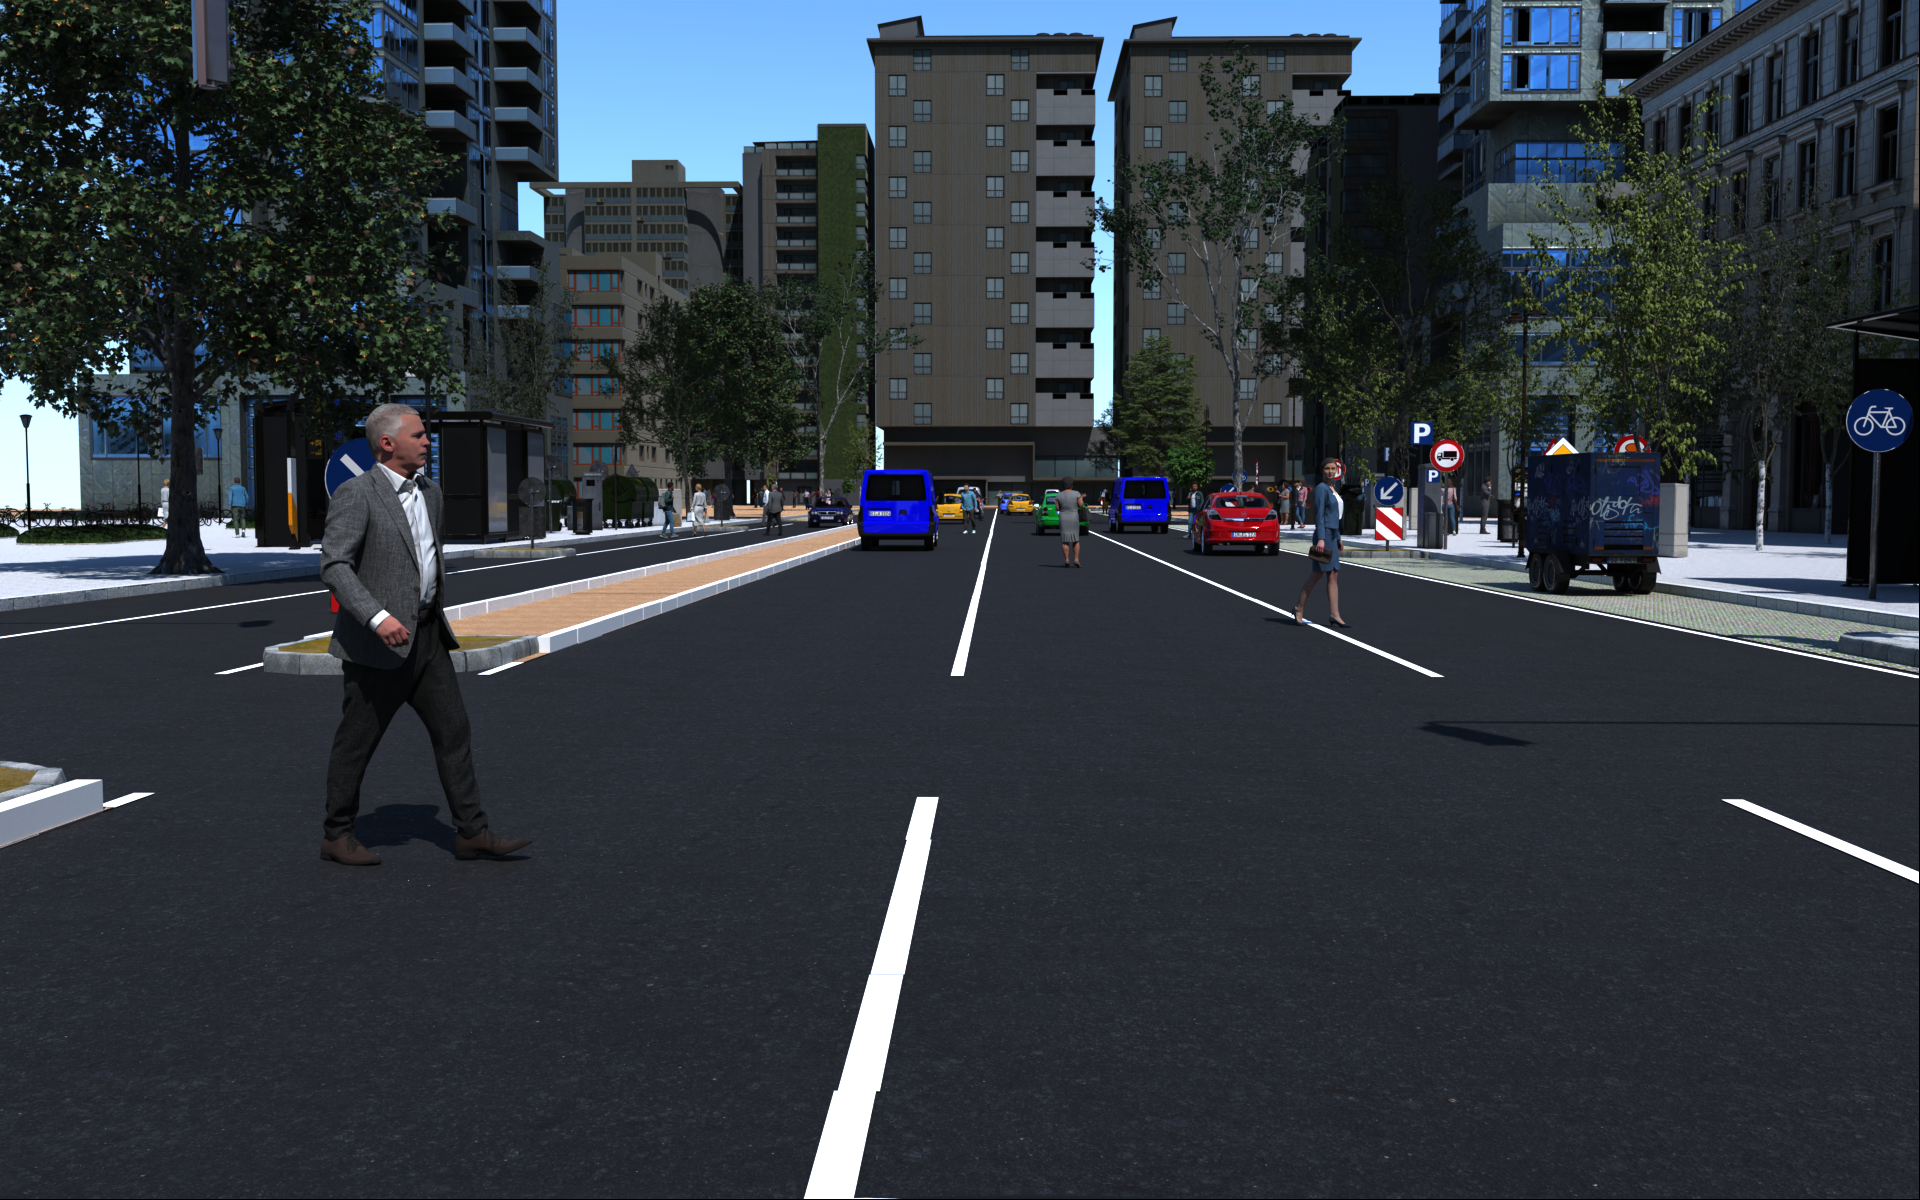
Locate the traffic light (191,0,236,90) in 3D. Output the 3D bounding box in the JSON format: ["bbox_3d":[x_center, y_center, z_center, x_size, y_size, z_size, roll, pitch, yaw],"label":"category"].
[{"bbox_3d":[-8.728,-2.467,15.003,4.771,5.953,1.251,0,4,1],"label":"traffic light"}]

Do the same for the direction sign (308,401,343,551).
[{"bbox_3d":[-14.203,-2.865,38.838,0.379,3.537,0.876,2,4,35],"label":"direction sign"}]

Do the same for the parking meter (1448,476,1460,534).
[{"bbox_3d":[15.722,-3.027,55.207,0.399,1.863,0.255,1,4,10],"label":"parking meter"}]

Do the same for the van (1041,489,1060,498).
[{"bbox_3d":[8.339,-9.175,157.020,2.013,2.044,4.112,0,4,2],"label":"van"}]

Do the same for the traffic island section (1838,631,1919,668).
[{"bbox_3d":[8.875,0.464,14.688,2.009,0.180,2.903,0,4,1],"label":"traffic island section"}]

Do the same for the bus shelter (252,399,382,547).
[{"bbox_3d":[-16.148,-3.271,44.769,1.731,3.624,6.357,0,4,1],"label":"bus shelter"}]

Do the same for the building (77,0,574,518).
[{"bbox_3d":[-36.777,-48.428,104.463,22.319,86.520,31.000,0,4,1],"label":"building"}]

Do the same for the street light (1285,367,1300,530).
[{"bbox_3d":[12.043,-5.488,62.520,0.468,5.910,1.993,0,4,1],"label":"street light"}]

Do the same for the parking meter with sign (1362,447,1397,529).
[{"bbox_3d":[15.126,-4.106,63.387,1.738,3.016,0.543,-2,4,-31],"label":"parking meter with sign"}]

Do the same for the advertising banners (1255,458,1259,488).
[{"bbox_3d":[14.940,-5.474,85.695,0.090,3.025,2.074,2,4,30],"label":"advertising banners"}]

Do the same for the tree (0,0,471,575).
[{"bbox_3d":[-12.427,-6.767,27.642,9.611,12.733,9.660,0,3,0],"label":"tree"}]

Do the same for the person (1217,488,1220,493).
[{"bbox_3d":[20.232,-7.835,134.599,0.683,1.767,0.568,2,4,26],"label":"person"}]

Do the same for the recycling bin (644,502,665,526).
[{"bbox_3d":[-12.407,-3.521,70.121,0.722,1.027,0.722,3,5,41],"label":"recycling bin"}]

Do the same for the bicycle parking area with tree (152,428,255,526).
[{"bbox_3d":[-32.907,-5.281,73.347,9.016,4.147,8.231,2,4,26],"label":"bicycle parking area with tree"}]

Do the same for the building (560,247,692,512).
[{"bbox_3d":[-38.604,-18.031,139.847,28.899,21.520,27.650,0,4,1],"label":"building"}]

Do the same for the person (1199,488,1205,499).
[{"bbox_3d":[19.208,-7.971,137.090,0.721,1.743,1.217,2,4,30],"label":"person"}]

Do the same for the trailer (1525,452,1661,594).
[{"bbox_3d":[9.103,-1.137,25.640,1.471,1.999,3.904,0,4,0],"label":"trailer"}]

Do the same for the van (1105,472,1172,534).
[{"bbox_3d":[6.626,-3.670,64.392,2.240,2.365,5.245,0,4,1],"label":"van"}]

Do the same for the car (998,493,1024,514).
[{"bbox_3d":[3.745,-7.054,124.922,1.945,1.707,3.694,0,4,1],"label":"car"}]

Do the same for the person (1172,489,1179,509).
[{"bbox_3d":[18.384,-8.633,147.899,0.721,1.736,1.217,2,4,34],"label":"person"}]

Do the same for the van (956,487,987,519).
[{"bbox_3d":[0.541,-5.753,101.076,2.013,2.044,4.112,0,4,2],"label":"van"}]

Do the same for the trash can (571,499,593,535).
[{"bbox_3d":[-11.889,-2.623,54.540,0.748,1.137,0.748,0,3,0],"label":"trash can"}]

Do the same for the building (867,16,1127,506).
[{"bbox_3d":[4.104,-37.375,200.325,27.495,52.752,28.713,0,4,1],"label":"building"}]

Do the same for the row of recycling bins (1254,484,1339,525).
[{"bbox_3d":[14.061,-3.995,72.425,3.534,1.692,1.069,0,3,0],"label":"row of recycling bins"}]

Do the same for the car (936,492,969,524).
[{"bbox_3d":[-0.446,-4.496,83.734,2.015,1.641,3.980,0,4,2],"label":"car"}]

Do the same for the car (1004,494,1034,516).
[{"bbox_3d":[4.017,-6.511,116.680,2.015,1.641,3.980,0,4,0],"label":"car"}]

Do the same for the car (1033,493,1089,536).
[{"bbox_3d":[3.595,-3.210,61.282,1.959,1.807,4.718,0,4,1],"label":"car"}]

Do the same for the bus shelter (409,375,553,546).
[{"bbox_3d":[-12.830,-4.138,45.281,2.179,5.291,8.768,0,4,1],"label":"bus shelter"}]

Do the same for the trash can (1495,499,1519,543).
[{"bbox_3d":[14.563,-2.095,45.899,0.748,1.137,0.748,0,3,0],"label":"trash can"}]

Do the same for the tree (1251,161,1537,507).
[{"bbox_3d":[12.232,-7.045,49.594,8.767,10.594,7.601,2,4,25],"label":"tree"}]

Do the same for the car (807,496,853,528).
[{"bbox_3d":[-5.598,-3.815,74.963,1.945,1.354,3.894,0,4,0],"label":"car"}]

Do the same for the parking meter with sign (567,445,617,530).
[{"bbox_3d":[-13.044,-3.983,61.379,1.738,3.016,0.543,-1,4,-15],"label":"parking meter with sign"}]

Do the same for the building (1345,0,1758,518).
[{"bbox_3d":[38.093,-48.439,104.649,22.319,86.520,31.000,0,4,1],"label":"building"}]

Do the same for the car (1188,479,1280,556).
[{"bbox_3d":[6.622,-2.006,41.844,2.155,1.783,4.494,0,4,3],"label":"car"}]

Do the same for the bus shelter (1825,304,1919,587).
[{"bbox_3d":[12.689,-1.809,20.858,1.731,3.624,6.357,0,4,2],"label":"bus shelter"}]

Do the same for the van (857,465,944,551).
[{"bbox_3d":[-1.564,-2.518,45.550,2.240,2.365,5.245,0,4,1],"label":"van"}]

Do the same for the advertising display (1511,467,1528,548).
[{"bbox_3d":[13.585,-2.200,41.191,0.974,1.923,0.123,-1,4,-9],"label":"advertising display"}]

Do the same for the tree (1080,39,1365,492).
[{"bbox_3d":[11.216,-13.420,75.310,12.611,20.169,13.585,0,3,0],"label":"tree"}]

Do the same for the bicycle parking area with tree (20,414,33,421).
[{"bbox_3d":[-35.699,-4.724,64.232,9.016,4.147,8.231,-2,4,-34],"label":"bicycle parking area with tree"}]

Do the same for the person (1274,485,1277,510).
[{"bbox_3d":[18.721,-5.917,102.807,1.348,1.821,0.705,-1,4,-21],"label":"person"}]

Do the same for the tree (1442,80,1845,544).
[{"bbox_3d":[11.943,-4.899,30.455,4.737,8.622,4.395,0,3,0],"label":"tree"}]

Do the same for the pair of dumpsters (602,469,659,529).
[{"bbox_3d":[-12.707,-3.904,66.332,1.574,2.255,4.437,0,4,2],"label":"pair of dumpsters"}]

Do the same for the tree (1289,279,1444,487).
[{"bbox_3d":[13.160,-6.602,58.300,4.737,8.622,4.395,0,3,0],"label":"tree"}]

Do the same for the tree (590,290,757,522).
[{"bbox_3d":[-12.782,-8.876,79.543,7.601,10.594,8.767,1,4,15],"label":"tree"}]

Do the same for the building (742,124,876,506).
[{"bbox_3d":[-16.834,-31.253,194.584,14.086,41.232,14.154,0,4,1],"label":"building"}]

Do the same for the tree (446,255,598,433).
[{"bbox_3d":[-13.243,-6.258,52.685,4.360,8.622,3.978,0,3,0],"label":"tree"}]

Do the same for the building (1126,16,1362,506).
[{"bbox_3d":[31.614,-37.395,200.650,27.495,52.752,28.713,0,4,1],"label":"building"}]

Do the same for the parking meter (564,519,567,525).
[{"bbox_3d":[-16.417,-3.930,72.659,0.372,1.533,0.369,0,3,0],"label":"parking meter"}]

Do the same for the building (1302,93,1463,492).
[{"bbox_3d":[34.159,-21.851,128.969,14.160,30.474,14.107,0,4,1],"label":"building"}]

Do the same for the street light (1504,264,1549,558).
[{"bbox_3d":[11.369,-3.800,34.919,0.468,5.910,1.993,0,4,1],"label":"street light"}]

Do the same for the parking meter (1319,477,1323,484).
[{"bbox_3d":[11.520,-2.996,54.688,0.399,1.863,0.255,-2,4,-32],"label":"parking meter"}]

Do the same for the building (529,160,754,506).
[{"bbox_3d":[-35.658,-31.324,204.027,23.993,40.220,32.217,0,4,1],"label":"building"}]

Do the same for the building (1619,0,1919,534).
[{"bbox_3d":[32.025,-13.339,68.996,10.553,20.767,40.483,0,4,1],"label":"building"}]

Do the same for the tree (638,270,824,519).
[{"bbox_3d":[-11.974,-10.530,89.172,9.611,12.733,9.660,0,3,0],"label":"tree"}]

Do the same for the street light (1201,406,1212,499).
[{"bbox_3d":[12.703,-7.126,89.300,0.468,5.910,1.993,0,4,1],"label":"street light"}]

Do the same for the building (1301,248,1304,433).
[{"bbox_3d":[35.295,-22.713,143.057,14.160,30.474,14.107,0,4,1],"label":"building"}]

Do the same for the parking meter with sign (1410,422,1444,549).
[{"bbox_3d":[11.150,-2.748,41.195,0.543,3.016,1.738,0,4,2],"label":"parking meter with sign"}]
